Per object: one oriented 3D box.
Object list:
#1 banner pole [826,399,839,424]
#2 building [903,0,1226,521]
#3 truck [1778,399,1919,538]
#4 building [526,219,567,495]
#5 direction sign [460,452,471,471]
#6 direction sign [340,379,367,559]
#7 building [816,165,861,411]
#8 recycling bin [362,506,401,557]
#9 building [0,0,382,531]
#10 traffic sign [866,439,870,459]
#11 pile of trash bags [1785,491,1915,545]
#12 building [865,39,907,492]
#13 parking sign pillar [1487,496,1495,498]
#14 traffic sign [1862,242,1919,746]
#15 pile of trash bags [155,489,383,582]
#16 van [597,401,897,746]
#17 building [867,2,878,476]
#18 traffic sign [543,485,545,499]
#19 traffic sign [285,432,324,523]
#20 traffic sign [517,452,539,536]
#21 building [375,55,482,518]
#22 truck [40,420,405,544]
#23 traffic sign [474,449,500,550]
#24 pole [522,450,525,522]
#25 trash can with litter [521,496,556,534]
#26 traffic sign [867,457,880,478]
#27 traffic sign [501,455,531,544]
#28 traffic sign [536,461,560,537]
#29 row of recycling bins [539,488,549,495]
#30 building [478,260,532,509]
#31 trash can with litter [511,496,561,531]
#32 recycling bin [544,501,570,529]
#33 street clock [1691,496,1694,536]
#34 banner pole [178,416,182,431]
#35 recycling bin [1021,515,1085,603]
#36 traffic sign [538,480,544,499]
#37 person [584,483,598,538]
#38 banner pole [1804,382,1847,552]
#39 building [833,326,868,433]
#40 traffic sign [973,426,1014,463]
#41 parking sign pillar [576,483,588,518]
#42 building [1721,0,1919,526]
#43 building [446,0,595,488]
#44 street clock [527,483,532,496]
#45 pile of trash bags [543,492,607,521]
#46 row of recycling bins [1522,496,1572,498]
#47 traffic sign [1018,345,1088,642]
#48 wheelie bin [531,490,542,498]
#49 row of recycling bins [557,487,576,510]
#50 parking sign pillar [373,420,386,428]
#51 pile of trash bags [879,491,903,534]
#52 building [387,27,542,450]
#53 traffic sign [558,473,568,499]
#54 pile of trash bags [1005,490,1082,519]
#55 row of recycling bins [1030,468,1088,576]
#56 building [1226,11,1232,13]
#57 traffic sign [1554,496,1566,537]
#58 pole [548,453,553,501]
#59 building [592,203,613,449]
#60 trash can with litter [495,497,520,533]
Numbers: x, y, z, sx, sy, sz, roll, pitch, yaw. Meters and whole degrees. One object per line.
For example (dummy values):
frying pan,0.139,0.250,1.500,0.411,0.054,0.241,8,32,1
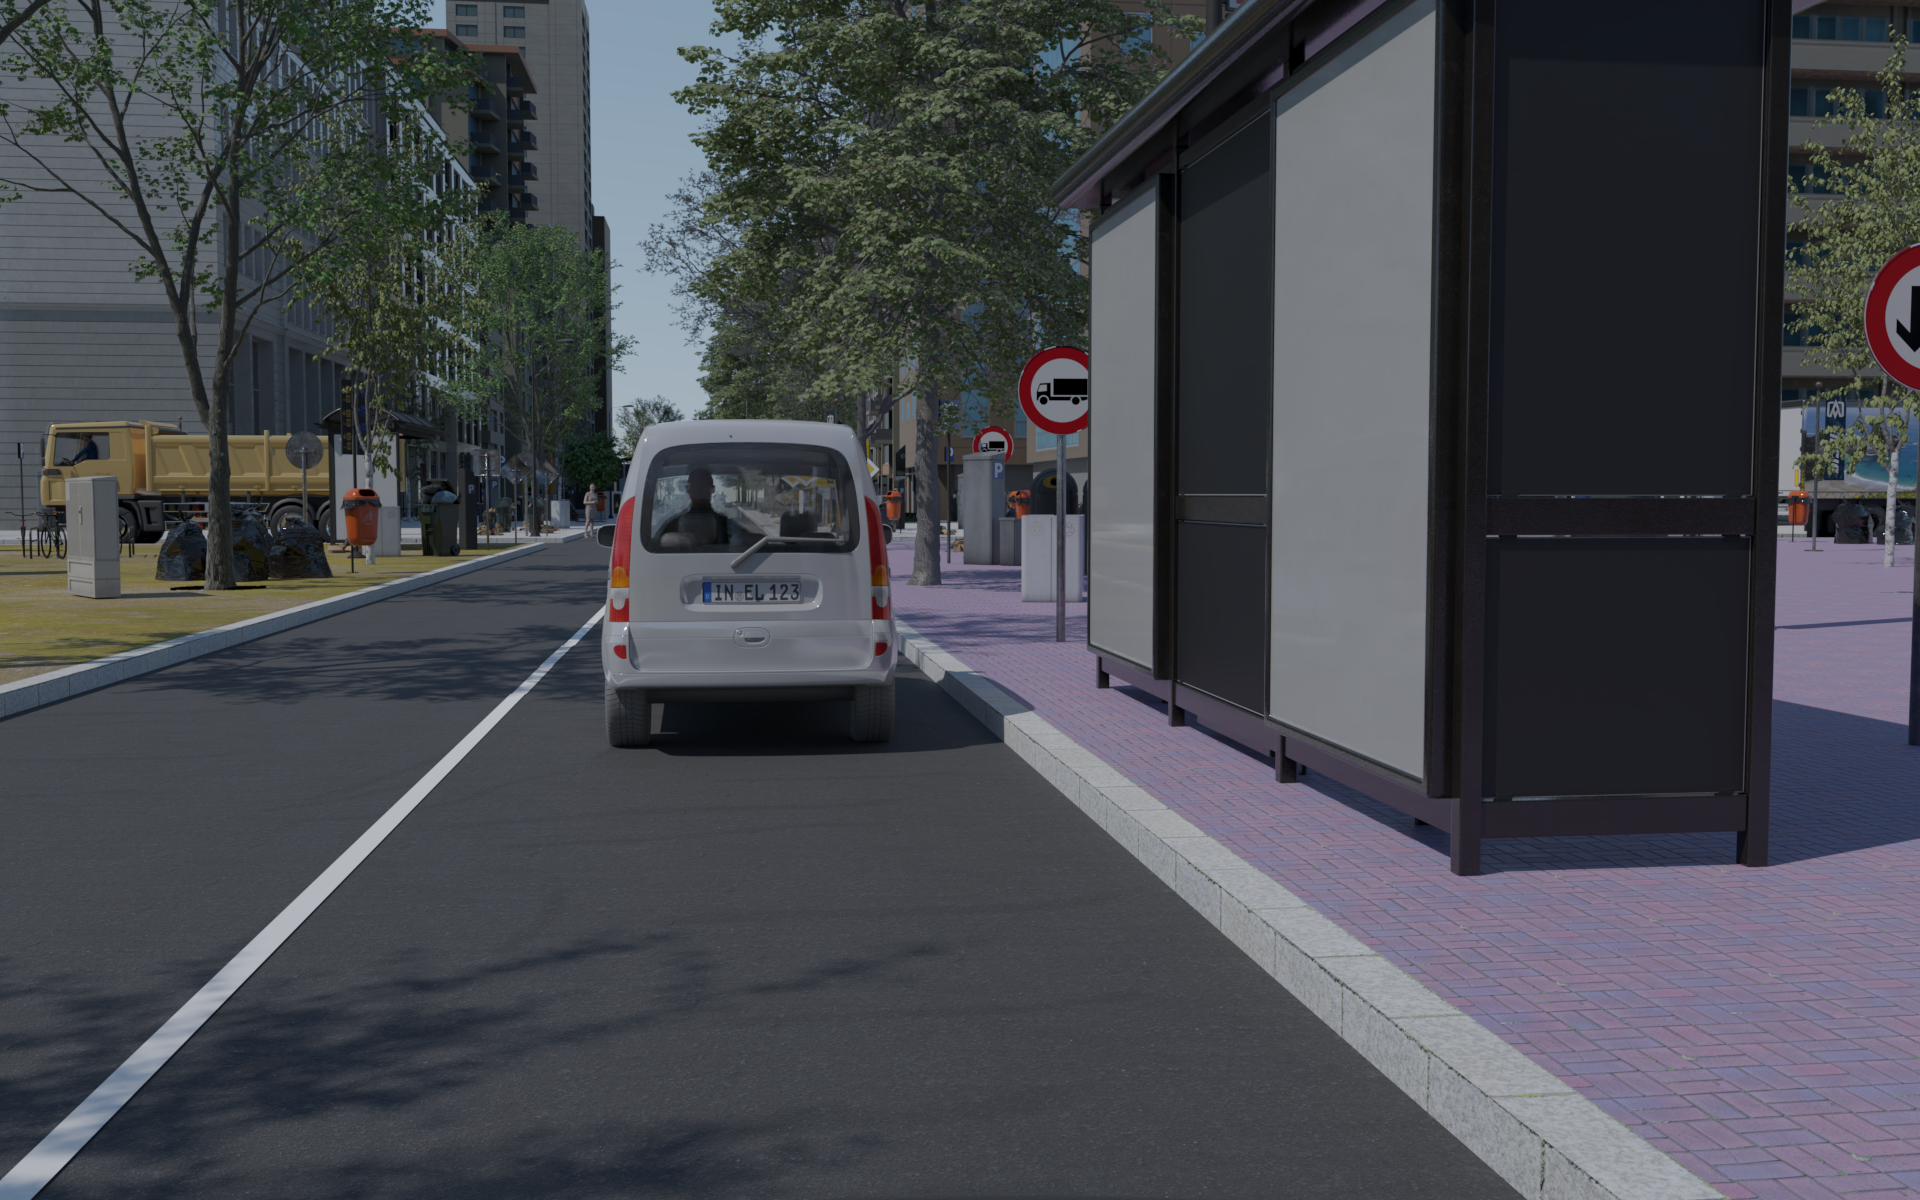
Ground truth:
banner pole,-3.348,-3.407,45.721,0.401,3.779,0.863,-2,4,-29
building,4.443,-26.860,89.272,14.600,45.320,14.200,0,4,-8
truck,30.257,-3.921,53.017,11.283,4.237,2.839,0,4,-7
building,-65.500,-32.778,227.794,32.217,40.220,23.993,0,4,-8
direction sign,-26.819,-6.240,94.025,0.379,3.537,0.876,1,4,19
direction sign,-12.060,-2.601,34.519,0.379,3.537,0.876,1,4,13
building,-9.607,-38.271,249.431,21.300,48.544,21.600,0,4,-8
recycling bin,-11.900,-1.409,35.596,0.722,1.027,0.722,-1,4,-22
building,-33.490,-18.164,74.470,11.434,29.767,29.804,0,4,-8
traffic sign,-4.444,-4.282,63.876,2.265,3.308,0.079,0,4,-2
pile of trash bags,23.227,-2.165,45.145,1.912,1.369,3.447,-3,4,-37
building,2.574,-30.858,159.155,22.147,44.769,28.867,0,4,-8
parking sign pillar,36.090,-7.946,118.384,1.447,3.967,1.447,-1,4,-8
traffic sign,4.894,-0.530,8.779,0.768,2.556,0.104,0,4,-4
pile of trash bags,-10.453,-1.040,26.758,1.912,1.369,3.447,2,4,34
van,-1.386,-0.262,11.300,2.013,2.044,4.112,0,4,-8
building,-0.907,-45.538,182.796,20.563,71.187,20.611,0,4,-8
traffic sign,-21.686,-5.523,90.300,0.884,2.594,0.081,0,3,0
traffic sign,-13.388,-2.158,35.394,0.768,2.556,0.104,0,4,-2
traffic sign,-13.217,-3.221,52.767,0.768,2.556,0.104,0,4,-5
building,-41.542,-18.420,105.682,19.350,26.468,34.151,0,4,-8
truck,-20.263,-3.114,46.843,9.791,3.379,3.469,0,4,-8
traffic sign,-10.766,-2.283,39.460,0.606,2.300,0.079,0,4,1
pole,-20.238,-5.294,80.403,0.158,3.312,0.155,0,3,0
trash can with litter,-13.612,-2.755,56.436,1.055,1.170,0.624,2,4,29
traffic sign,-2.851,-3.170,53.014,0.795,2.450,0.064,0,4,-2
traffic sign,-11.351,-2.483,44.236,0.795,2.450,0.064,0,4,-8
traffic sign,-12.445,-2.967,52.146,0.795,2.450,0.064,0,4,-8
row of recycling bins,-28.700,-6.892,119.794,1.069,1.692,3.534,-1,4,-10
building,-49.796,-17.914,137.933,27.650,21.520,28.899,0,4,-8
trash can with litter,-14.913,-3.018,60.394,2.233,1.210,1.678,0,4,-7
recycling bin,-15.062,-3.189,64.700,0.722,1.027,0.722,1,4,18
street clock,16.700,-2.135,39.474,0.471,2.002,0.358,1,4,11
banner pole,-25.049,-4.015,55.668,0.401,3.779,0.863,-1,4,-17
recycling bin,1.122,-0.504,20.795,0.722,1.027,0.722,0,4,6
traffic sign,-20.468,-5.120,84.901,0.795,2.450,0.064,0,4,-4
person,-12.003,-2.909,56.401,0.374,1.781,0.599,3,5,44
banner pole,19.384,-2.979,38.730,0.863,3.779,0.401,0,4,2
building,-10.238,-28.102,231.175,14.160,30.474,14.107,0,4,-8
traffic sign,0.617,-1.980,32.474,0.768,2.556,0.104,0,4,-1
parking sign pillar,-19.717,-6.324,91.868,1.447,3.967,1.447,1,4,19
building,39.872,-27.872,79.409,21.600,48.544,21.300,0,4,-8
building,-61.596,-49.661,250.216,20.563,71.187,20.611,0,4,-8
street clock,-26.621,-6.276,107.176,0.471,2.002,0.358,-3,5,-44
pile of trash bags,-18.687,-4.488,83.130,3.447,1.369,1.912,-1,4,-8
row of recycling bins,27.078,-4.426,79.482,3.534,1.692,1.069,-2,4,-26
traffic sign,0.876,-0.908,14.957,0.768,2.556,0.104,0,4,-3
wheelie bin,-27.792,-6.472,113.732,0.980,1.594,0.693,3,4,36
row of recycling bins,-24.105,-6.136,107.439,1.069,1.692,3.534,-2,4,-30
parking sign pillar,-18.643,-4.042,54.554,1.447,3.967,1.447,0,4,4
pile of trash bags,-2.849,-2.899,57.148,1.912,1.369,3.447,-2,4,-31
building,-52.314,-31.276,165.979,22.147,44.769,28.867,0,4,-8
traffic sign,-22.542,-6.017,98.486,0.768,2.556,0.104,0,4,2
pile of trash bags,2.974,-2.882,56.875,3.447,1.369,1.912,3,5,41
row of recycling bins,2.655,-1.221,27.071,3.534,1.692,1.069,2,4,33
building,10.964,-25.807,72.049,14.200,45.320,14.600,0,4,-8
traffic sign,4.297,-0.751,12.391,0.768,2.556,0.104,0,4,-6
pole,-20.439,-5.667,86.506,0.158,3.312,0.155,0,3,0
building,-61.629,-37.881,269.472,14.600,45.320,14.200,0,4,-8
trash can with litter,-15.156,-2.813,57.383,0.624,1.170,1.055,0,4,7
